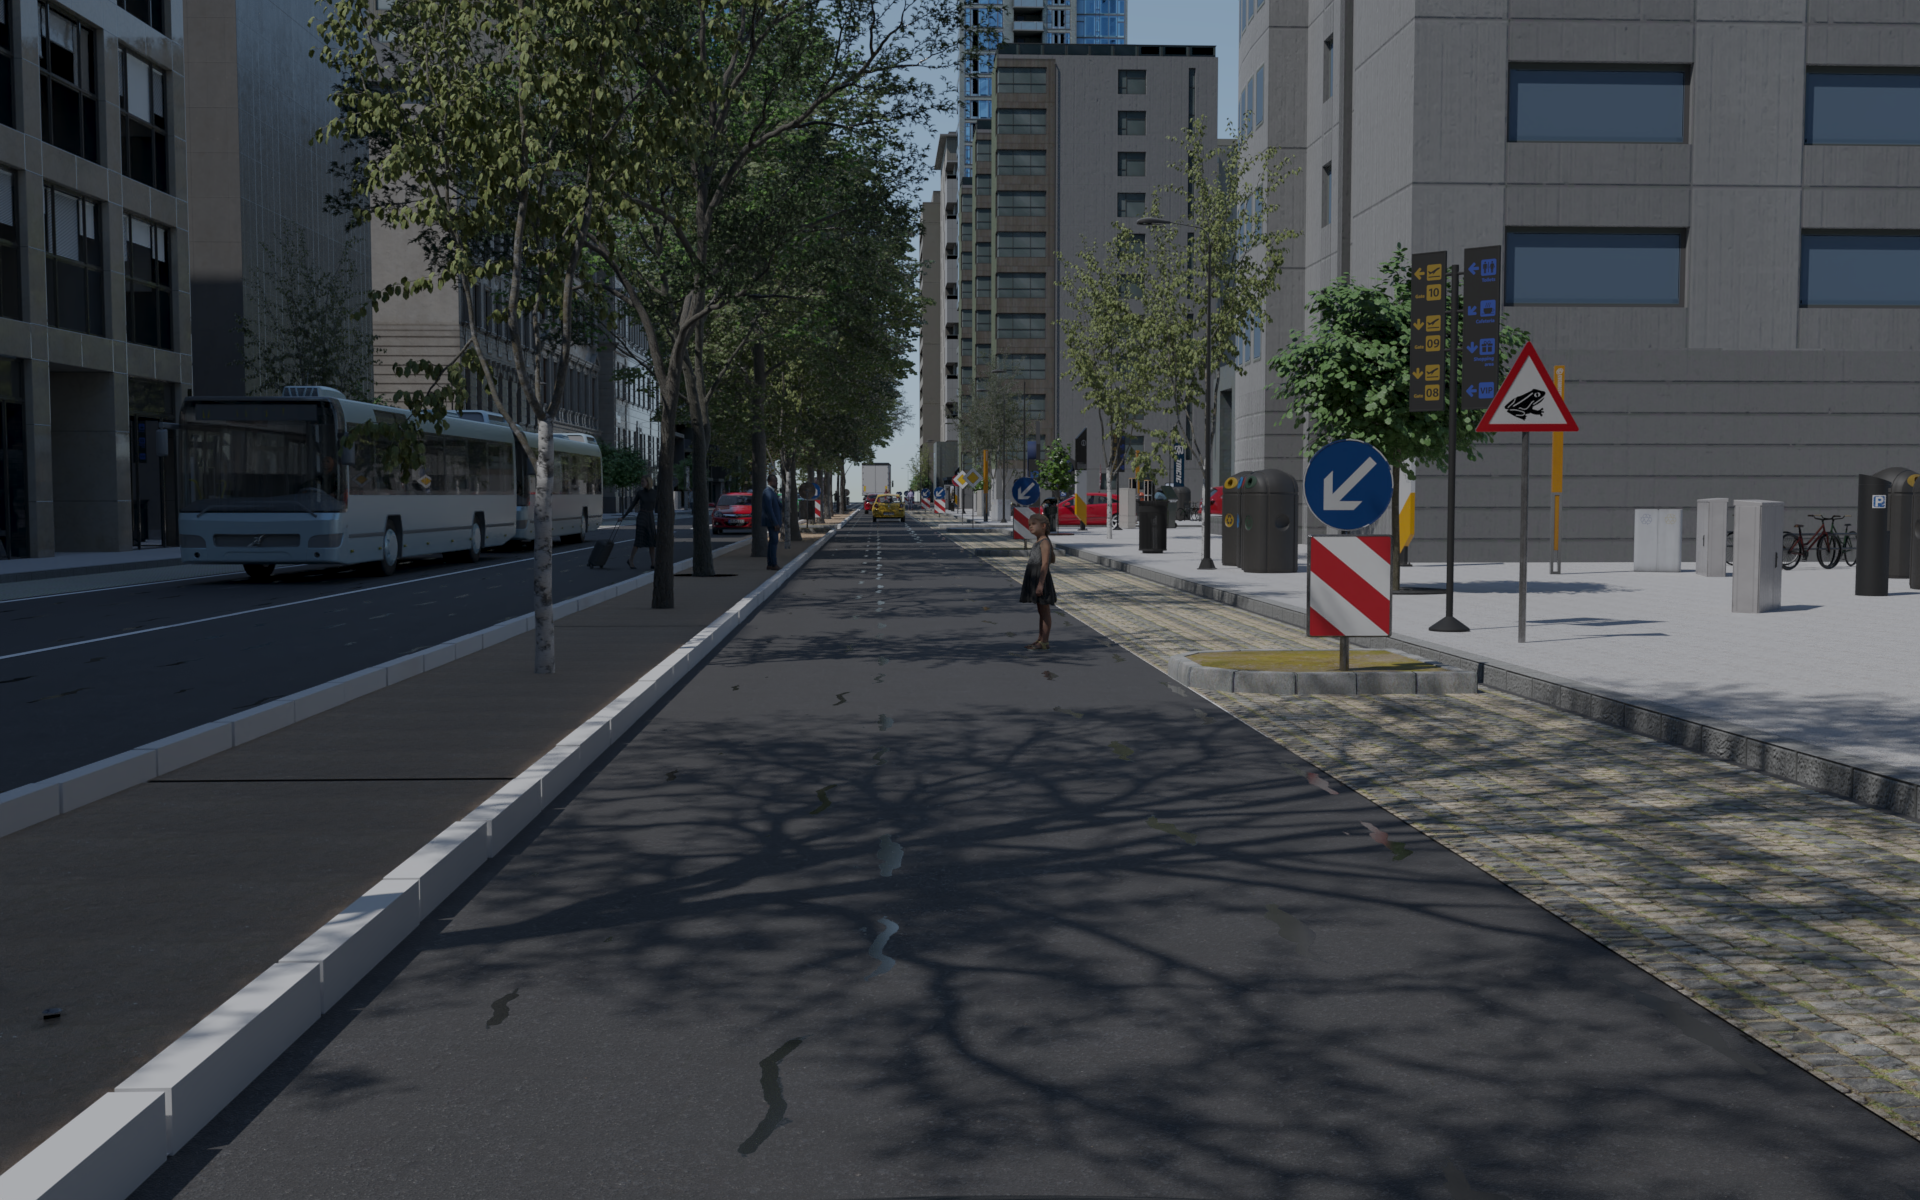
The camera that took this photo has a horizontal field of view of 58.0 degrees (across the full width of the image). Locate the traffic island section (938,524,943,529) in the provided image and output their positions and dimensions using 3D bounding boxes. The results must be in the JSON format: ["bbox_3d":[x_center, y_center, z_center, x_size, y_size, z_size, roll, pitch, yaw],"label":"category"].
[{"bbox_3d":[0.124,-3.096,72.905,2.009,0.180,2.903,0,4,-3],"label":"traffic island section"}]

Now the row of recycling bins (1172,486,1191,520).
[{"bbox_3d":[10.842,-4.809,85.733,1.069,1.692,3.534,0,4,4],"label":"row of recycling bins"}]

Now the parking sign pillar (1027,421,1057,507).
[{"bbox_3d":[2.721,-4.581,63.365,1.447,3.967,1.447,0,4,1],"label":"parking sign pillar"}]

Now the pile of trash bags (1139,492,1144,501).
[{"bbox_3d":[8.823,-5.252,95.622,3.447,1.369,1.912,3,5,44],"label":"pile of trash bags"}]

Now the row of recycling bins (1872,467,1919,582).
[{"bbox_3d":[15.645,-1.175,26.320,3.534,1.692,1.069,1,4,11],"label":"row of recycling bins"}]

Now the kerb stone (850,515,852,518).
[{"bbox_3d":[-6.132,-4.443,94.872,0.120,0.150,1.000,0,4,-3],"label":"kerb stone"}]

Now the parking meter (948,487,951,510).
[{"bbox_3d":[-0.703,-7.969,135.997,0.399,1.863,0.255,-2,4,-29],"label":"parking meter"}]

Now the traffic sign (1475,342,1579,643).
[{"bbox_3d":[4.847,-0.909,14.870,0.884,2.594,0.081,0,4,-1],"label":"traffic sign"}]

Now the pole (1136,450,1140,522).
[{"bbox_3d":[8.284,-5.321,80.844,0.158,3.312,0.155,0,3,0],"label":"pole"}]

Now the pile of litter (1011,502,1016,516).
[{"bbox_3d":[3.269,-5.261,99.987,1.176,0.858,1.719,0,4,5],"label":"pile of litter"}]

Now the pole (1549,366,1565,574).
[{"bbox_3d":[9.522,-2.066,27.617,0.158,3.312,0.155,0,3,0],"label":"pole"}]

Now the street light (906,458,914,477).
[{"bbox_3d":[-6.250,-16.060,235.123,1.470,5.913,1.316,0,4,-3],"label":"street light"}]

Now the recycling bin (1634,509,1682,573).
[{"bbox_3d":[11.556,-0.986,28.683,0.722,1.027,0.722,1,4,22],"label":"recycling bin"}]

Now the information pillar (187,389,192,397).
[{"bbox_3d":[-17.186,-2.897,38.724,0.183,3.616,0.504,-2,4,-26],"label":"information pillar"}]

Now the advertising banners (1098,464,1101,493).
[{"bbox_3d":[8.096,-6.389,100.645,0.090,3.025,2.074,0,4,1],"label":"advertising banners"}]

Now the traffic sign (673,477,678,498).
[{"bbox_3d":[-21.007,-7.749,126.804,0.768,2.556,0.104,0,4,3],"label":"traffic sign"}]

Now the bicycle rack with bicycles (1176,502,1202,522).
[{"bbox_3d":[11.530,-4.167,81.518,2.925,0.926,2.852,-1,4,-14],"label":"bicycle rack with bicycles"}]

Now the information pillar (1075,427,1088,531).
[{"bbox_3d":[4.239,-4.234,60.574,0.504,3.616,0.183,-3,4,-38],"label":"information pillar"}]

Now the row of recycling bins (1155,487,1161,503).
[{"bbox_3d":[12.320,-5.919,103.892,1.069,1.692,3.534,0,4,-5],"label":"row of recycling bins"}]

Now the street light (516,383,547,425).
[{"bbox_3d":[-17.897,-6.096,72.214,1.470,5.913,1.316,0,4,-3],"label":"street light"}]

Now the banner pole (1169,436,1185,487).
[{"bbox_3d":[9.215,-5.149,74.206,0.863,3.779,0.401,1,4,16],"label":"banner pole"}]

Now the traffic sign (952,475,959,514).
[{"bbox_3d":[-0.143,-6.982,114.260,0.768,2.556,0.104,0,4,1],"label":"traffic sign"}]

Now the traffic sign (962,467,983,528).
[{"bbox_3d":[0.483,-3.744,64.851,0.795,2.450,0.064,0,4,-3],"label":"traffic sign"}]

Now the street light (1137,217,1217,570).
[{"bbox_3d":[3.664,-3.471,29.284,1.470,5.913,1.316,0,4,-3],"label":"street light"}]

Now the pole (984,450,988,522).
[{"bbox_3d":[1.194,-5.275,80.094,0.158,3.312,0.155,0,3,0],"label":"pole"}]

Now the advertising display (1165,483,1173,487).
[{"bbox_3d":[12.003,-5.637,97.385,0.974,1.923,0.123,1,4,18],"label":"advertising display"}]

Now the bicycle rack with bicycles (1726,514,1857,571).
[{"bbox_3d":[14.627,-1.041,30.398,2.925,0.926,2.852,-1,4,-19],"label":"bicycle rack with bicycles"}]

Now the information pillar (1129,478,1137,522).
[{"bbox_3d":[7.928,-4.579,79.356,0.304,2.012,0.304,-1,4,-19],"label":"information pillar"}]

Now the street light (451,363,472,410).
[{"bbox_3d":[-17.245,-5.397,60.778,1.470,5.913,1.316,0,4,-3],"label":"street light"}]

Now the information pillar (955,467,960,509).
[{"bbox_3d":[-0.233,-9.519,146.984,0.504,3.616,0.183,-2,4,-33],"label":"information pillar"}]

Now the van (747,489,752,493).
[{"bbox_3d":[-16.597,-8.170,140.582,2.013,2.044,4.112,0,4,-1],"label":"van"}]

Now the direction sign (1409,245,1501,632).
[{"bbox_3d":[4.586,-1.476,16.131,0.876,3.537,0.379,3,5,42],"label":"direction sign"}]

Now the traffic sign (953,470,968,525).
[{"bbox_3d":[0.101,-4.231,72.826,0.795,2.450,0.064,0,4,-3],"label":"traffic sign"}]

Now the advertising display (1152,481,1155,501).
[{"bbox_3d":[9.911,-5.110,88.755,0.123,1.923,0.974,0,4,8],"label":"advertising display"}]

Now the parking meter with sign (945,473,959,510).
[{"bbox_3d":[-0.925,-8.915,142.017,1.738,3.016,0.543,0,4,-3],"label":"parking meter with sign"}]

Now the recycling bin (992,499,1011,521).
[{"bbox_3d":[1.954,-4.255,82.118,0.722,1.027,0.722,-1,4,-21],"label":"recycling bin"}]

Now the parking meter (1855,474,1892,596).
[{"bbox_3d":[11.515,-0.821,21.833,0.372,1.533,0.369,0,3,0],"label":"parking meter"}]

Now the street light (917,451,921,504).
[{"bbox_3d":[-3.972,-13.181,188.044,1.470,5.913,1.316,0,4,-3],"label":"street light"}]

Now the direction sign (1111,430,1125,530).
[{"bbox_3d":[5.606,-4.250,61.486,0.379,3.537,0.876,3,4,36],"label":"direction sign"}]

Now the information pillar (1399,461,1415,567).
[{"bbox_3d":[7.869,-2.393,30.480,0.183,3.616,0.504,-1,4,-10],"label":"information pillar"}]

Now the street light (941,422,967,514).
[{"bbox_3d":[-0.297,-8.555,112.413,1.470,5.913,1.316,0,4,-3],"label":"street light"}]

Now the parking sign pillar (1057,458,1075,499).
[{"bbox_3d":[5.789,-6.595,96.306,1.447,3.967,1.447,1,4,21],"label":"parking sign pillar"}]

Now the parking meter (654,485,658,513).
[{"bbox_3d":[-20.154,-6.682,114.962,0.255,1.863,0.399,0,4,-7],"label":"parking meter"}]

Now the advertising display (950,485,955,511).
[{"bbox_3d":[-0.540,-7.516,128.093,0.123,1.923,0.974,-1,4,-15],"label":"advertising display"}]

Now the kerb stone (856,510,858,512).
[{"bbox_3d":[-7.352,-6.011,120.482,0.120,0.150,1.000,0,4,-3],"label":"kerb stone"}]

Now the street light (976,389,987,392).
[{"bbox_3d":[1.406,-6.372,76.723,1.470,5.913,1.316,0,4,-3],"label":"street light"}]

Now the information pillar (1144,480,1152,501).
[{"bbox_3d":[9.912,-5.306,91.241,0.304,2.012,0.304,-3,4,-36],"label":"information pillar"}]

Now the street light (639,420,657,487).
[{"bbox_3d":[-19.606,-8.347,109.014,1.470,5.913,1.316,0,4,-3],"label":"street light"}]

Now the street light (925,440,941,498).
[{"bbox_3d":[-2.265,-10.989,152.205,1.470,5.913,1.316,0,4,-3],"label":"street light"}]

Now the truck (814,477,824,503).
[{"bbox_3d":[-23.464,-18.192,286.349,2.839,4.237,11.283,0,4,-4],"label":"truck"}]

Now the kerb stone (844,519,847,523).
[{"bbox_3d":[-5.393,-3.506,79.513,0.120,0.150,1.000,0,4,-3],"label":"kerb stone"}]

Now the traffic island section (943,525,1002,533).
[{"bbox_3d":[0.506,-2.608,64.929,2.009,0.180,2.903,0,4,-3],"label":"traffic island section"}]

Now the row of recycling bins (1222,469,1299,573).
[{"bbox_3d":[5.153,-1.379,29.660,1.069,1.692,3.534,0,4,1],"label":"row of recycling bins"}]

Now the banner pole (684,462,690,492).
[{"bbox_3d":[-21.551,-8.956,136.455,0.401,3.779,0.863,2,4,33],"label":"banner pole"}]

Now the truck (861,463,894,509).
[{"bbox_3d":[-7.609,-10.420,159.273,2.839,4.237,11.283,0,4,-1],"label":"truck"}]

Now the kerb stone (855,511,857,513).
[{"bbox_3d":[-7.159,-5.760,116.378,0.120,0.150,1.000,0,4,-3],"label":"kerb stone"}]

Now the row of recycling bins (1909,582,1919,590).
[{"bbox_3d":[14.515,-0.958,22.769,3.534,1.692,1.069,1,4,16],"label":"row of recycling bins"}]

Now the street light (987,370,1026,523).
[{"bbox_3d":[1.873,-5.647,64.867,1.470,5.913,1.316,0,4,-3],"label":"street light"}]

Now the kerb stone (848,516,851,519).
[{"bbox_3d":[-5.940,-4.195,90.783,0.120,0.150,1.000,0,4,-3],"label":"kerb stone"}]
